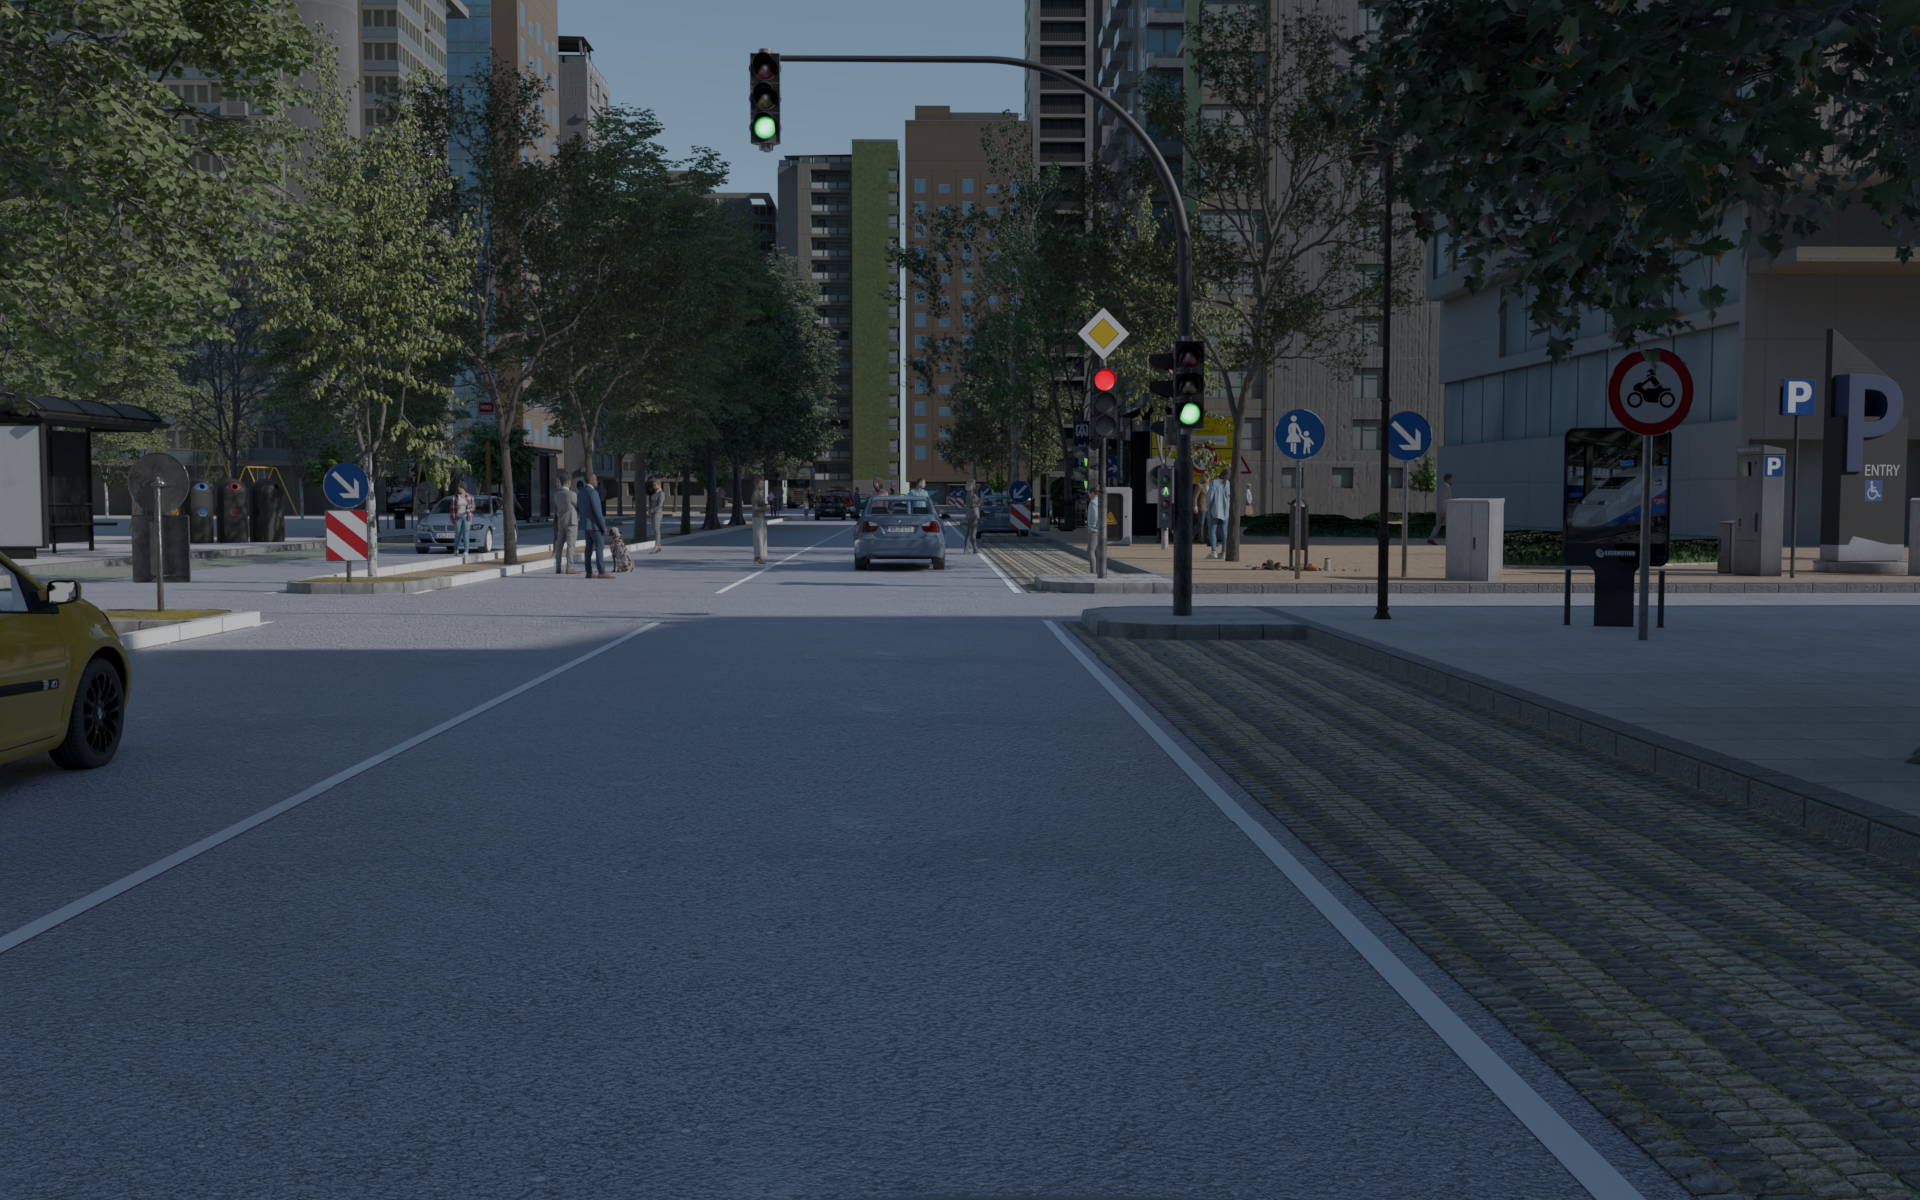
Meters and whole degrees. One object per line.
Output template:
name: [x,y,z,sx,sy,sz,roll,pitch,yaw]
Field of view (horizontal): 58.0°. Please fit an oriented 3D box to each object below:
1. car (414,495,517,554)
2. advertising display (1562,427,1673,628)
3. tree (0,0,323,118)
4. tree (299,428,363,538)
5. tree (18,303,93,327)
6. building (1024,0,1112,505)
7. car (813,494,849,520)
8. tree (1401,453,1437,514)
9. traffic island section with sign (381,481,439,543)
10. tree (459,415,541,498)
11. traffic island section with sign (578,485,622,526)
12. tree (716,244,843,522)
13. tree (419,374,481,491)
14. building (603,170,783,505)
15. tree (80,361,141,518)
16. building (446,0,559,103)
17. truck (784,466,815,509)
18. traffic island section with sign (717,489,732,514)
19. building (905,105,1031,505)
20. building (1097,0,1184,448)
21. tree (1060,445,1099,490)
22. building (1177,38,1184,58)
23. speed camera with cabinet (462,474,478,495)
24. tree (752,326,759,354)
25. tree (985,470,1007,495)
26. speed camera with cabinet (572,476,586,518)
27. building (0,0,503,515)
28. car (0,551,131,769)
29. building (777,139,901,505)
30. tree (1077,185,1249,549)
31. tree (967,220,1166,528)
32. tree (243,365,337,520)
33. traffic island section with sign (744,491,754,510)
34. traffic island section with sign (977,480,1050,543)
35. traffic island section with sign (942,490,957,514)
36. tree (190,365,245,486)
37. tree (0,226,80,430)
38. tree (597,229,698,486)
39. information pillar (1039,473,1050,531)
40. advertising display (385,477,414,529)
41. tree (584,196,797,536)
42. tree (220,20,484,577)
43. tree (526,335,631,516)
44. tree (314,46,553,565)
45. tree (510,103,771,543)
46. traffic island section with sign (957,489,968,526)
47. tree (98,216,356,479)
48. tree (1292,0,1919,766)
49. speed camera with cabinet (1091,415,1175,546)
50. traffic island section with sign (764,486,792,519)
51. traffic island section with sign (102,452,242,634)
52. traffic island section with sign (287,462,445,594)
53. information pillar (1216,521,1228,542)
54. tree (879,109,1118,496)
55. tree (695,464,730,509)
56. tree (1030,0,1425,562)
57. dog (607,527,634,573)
car: [-12.286,-1.914,43.293,2.014,1.417,4.499,0,4,-2]
advertising display: [6.342,-0.705,16.745,0.974,1.923,0.123,1,4,23]
tree: [-8.801,-5.765,14.844,7.486,12.596,7.792,0,3,0]
tree: [-18.578,-3.444,50.913,1.663,3.219,1.824,0,3,0]
tree: [-28.485,-6.414,55.239,4.737,8.622,4.395,0,3,0]
building: [18.392,-46.946,205.822,20.611,71.187,20.563,0,4,-1]
car: [-7.195,-5.286,96.210,2.009,1.686,4.222,0,4,-3]
tree: [20.618,-5.009,76.505,1.663,3.219,1.824,0,3,0]
traffic island section with sign: [-15.824,-2.602,51.169,1.989,1.847,2.006,0,4,-1]
tree: [-18.665,-5.281,70.063,4.285,4.588,4.351,0,3,0]
traffic island section with sign: [-16.455,-4.296,78.862,1.989,1.847,2.006,0,4,-1]
tree: [-10.429,-11.004,89.022,9.857,13.997,8.962,0,3,0]
tree: [-26.478,-8.520,89.665,4.360,8.622,3.978,0,3,0]
building: [-33.620,-31.729,210.656,23.993,40.220,32.217,0,4,-1]
tree: [-45.464,-8.682,92.307,4.360,8.622,3.978,0,3,0]
building: [-38.770,-29.455,131.701,14.600,45.320,14.200,0,4,-1]
truck: [-15.878,-11.238,172.655,2.839,4.237,11.283,0,4,-3]
traffic island section with sign: [-17.593,-7.280,127.653,1.989,1.847,2.006,0,4,-1]
building: [0.753,-33.823,203.122,14.200,45.320,14.600,0,4,-1]
building: [23.922,-32.513,151.193,23.786,49.044,30.456,0,4,-1]
tree: [7.377,-7.103,99.843,4.285,4.588,4.351,0,3,0]
building: [29.376,-26.417,123.803,32.217,40.220,23.993,0,4,-1]
speed camera with cabinet: [-21.526,-4.976,75.700,0.660,3.252,2.038,-1,4,-22]
tree: [-9.140,-6.503,43.199,8.767,10.594,7.601,0,4,-1]
tree: [2.558,-7.642,119.555,1.663,3.219,1.824,0,3,0]
speed camera with cabinet: [-20.148,-5.889,90.628,2.038,3.252,0.660,2,4,35]
building: [-47.003,-25.710,112.248,32.217,40.220,23.993,0,4,-1]
car: [-5.268,0.146,7.845,2.015,1.641,3.980,0,4,-3]
building: [-13.997,-31.739,202.528,14.086,41.232,14.154,0,4,-1]
tree: [4.709,-5.462,39.668,4.737,8.622,4.395,0,3,0]
tree: [4.126,-8.513,64.951,9.928,11.665,9.643,0,3,0]
tree: [-32.981,-8.327,86.501,4.360,8.622,3.978,0,3,0]
traffic island section with sign: [-18.227,-8.962,155.161,1.989,1.847,2.006,0,4,-1]
traffic island section with sign: [1.614,-2.586,50.910,1.989,1.847,2.006,0,4,-1]
traffic island section with sign: [-0.170,-7.304,128.046,1.989,1.847,2.006,0,4,-1]
tree: [-39.703,-8.796,94.176,4.360,8.622,3.978,0,3,0]
tree: [-42.604,-10.243,74.126,9.857,13.997,8.962,0,3,0]
tree: [-9.993,-9.170,69.391,9.611,12.733,9.660,0,3,0]
information pillar: [2.942,-3.405,60.171,0.304,2.012,0.304,1,4,20]
advertising display: [-20.589,-3.574,63.646,0.974,1.923,0.123,-1,4,-11]
tree: [-9.409,-8.035,59.584,9.928,11.665,9.643,0,3,0]
tree: [-9.233,-4.529,26.865,4.737,8.622,4.395,0,3,0]
tree: [-19.522,-11.548,99.183,12.009,13.543,11.850,0,3,0]
tree: [-9.056,-6.002,34.998,8.767,10.594,7.601,0,4,-1]
tree: [-9.477,-7.962,50.761,7.486,12.596,7.792,0,3,0]
traffic island section with sign: [0.980,-4.259,78.267,1.989,1.847,2.006,0,4,-1]
tree: [-29.469,-9.749,69.763,12.009,13.543,11.850,0,3,0]
tree: [5.061,-5.561,7.926,9.611,12.733,9.660,0,3,0]
speed camera with cabinet: [4.299,-2.984,43.126,2.038,3.252,0.660,0,4,3]
traffic island section with sign: [-10.644,-5.670,100.841,2.006,1.907,1.989,0,4,-1]
traffic island section with sign: [-8.731,-0.623,18.318,2.006,1.907,1.989,0,4,-1]
traffic island section with sign: [-8.893,-1.076,25.723,2.006,1.907,1.989,0,4,-1]
information pillar: [7.080,-2.565,46.438,0.304,2.012,0.304,3,4,38]
tree: [1.900,-14.210,88.225,12.611,20.169,13.585,0,3,0]
tree: [-21.593,-10.218,150.773,4.285,4.588,4.351,0,3,0]
tree: [5.024,-5.986,32.281,8.767,10.594,7.601,1,4,22]
dog: [-6.219,-0.907,31.659,0.513,0.831,0.800,-1,4,-9]
